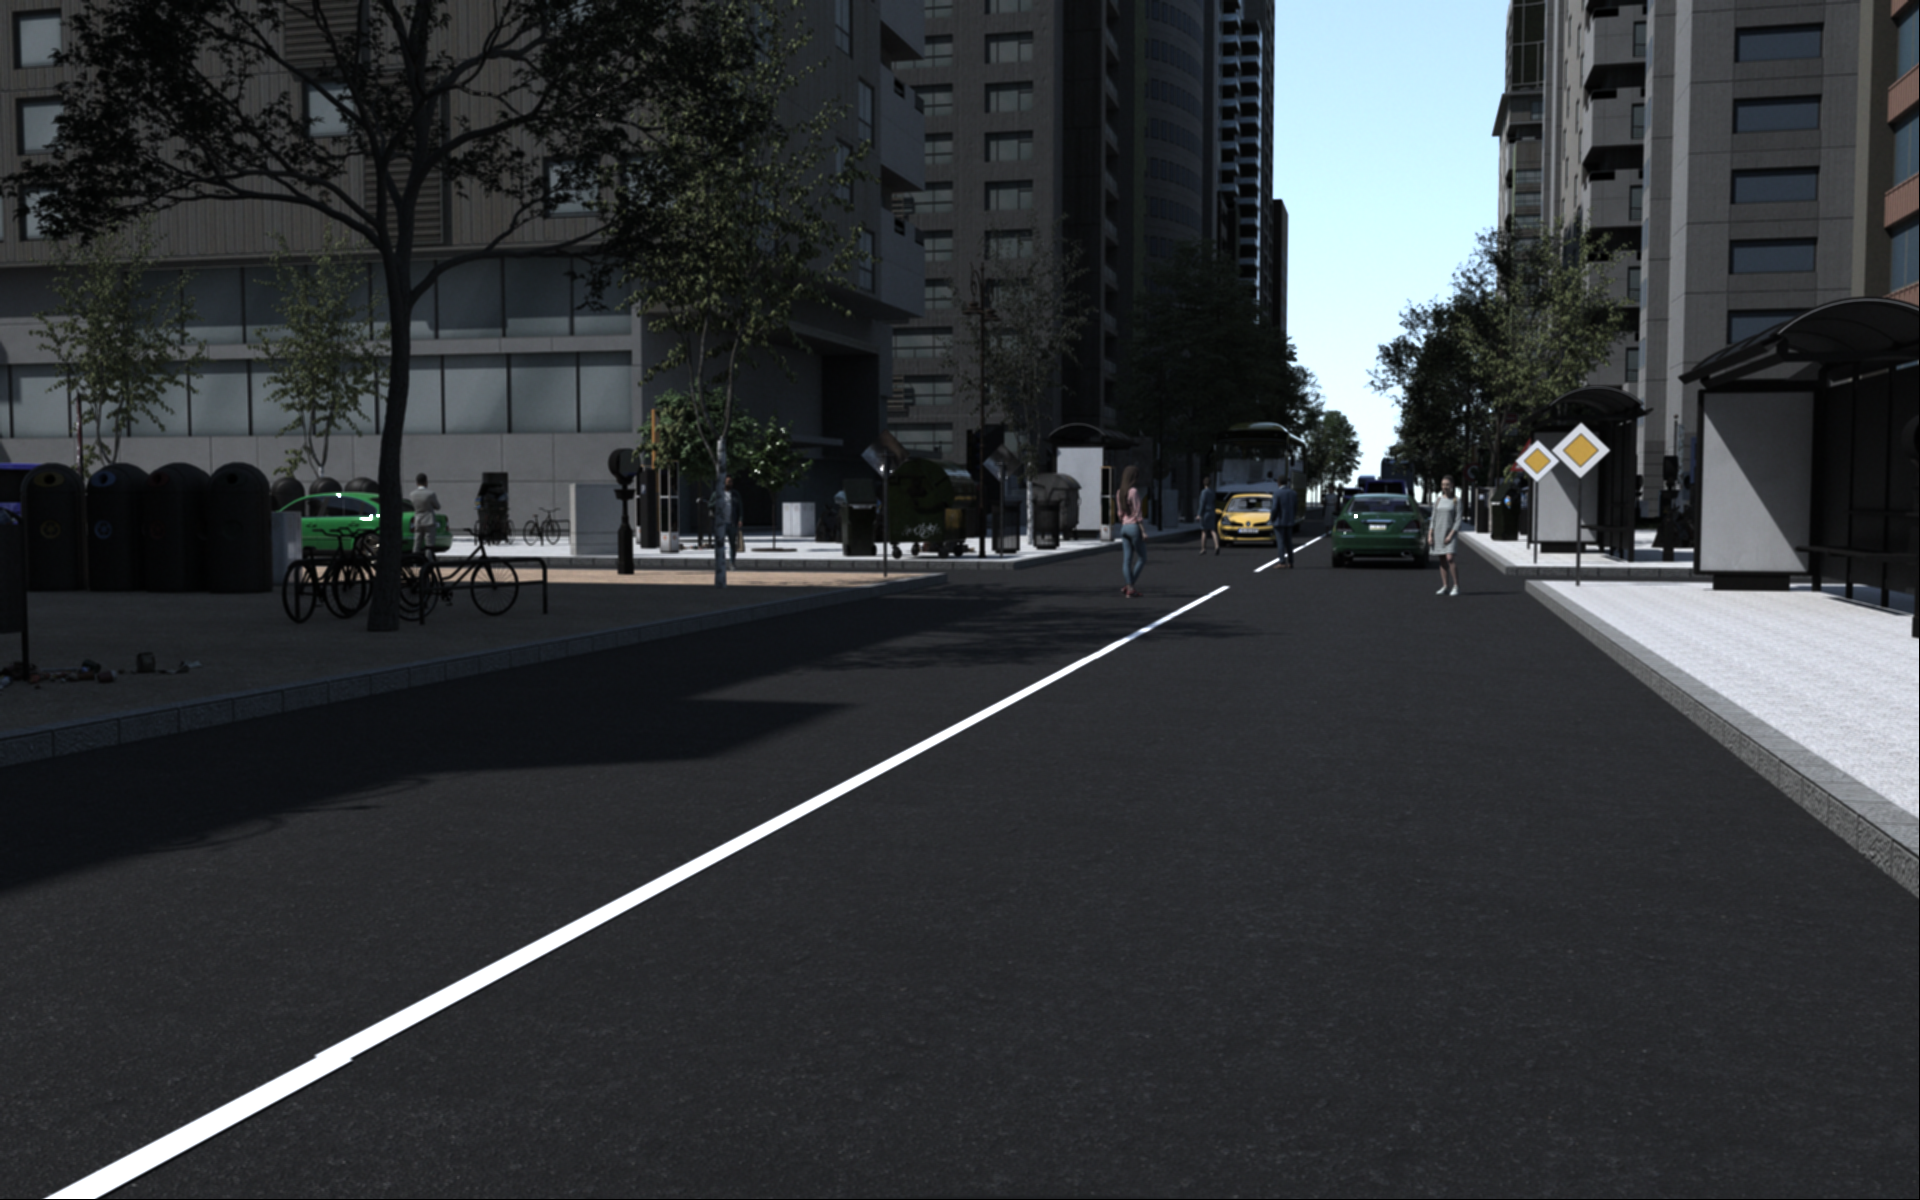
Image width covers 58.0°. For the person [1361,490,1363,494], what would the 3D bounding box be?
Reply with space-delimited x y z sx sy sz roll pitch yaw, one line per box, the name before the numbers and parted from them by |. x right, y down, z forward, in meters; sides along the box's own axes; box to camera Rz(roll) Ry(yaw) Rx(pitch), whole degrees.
person | 35.569 -8.826 153.361 0.990 1.755 0.434 -1 4 -15

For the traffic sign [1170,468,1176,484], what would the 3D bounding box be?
traffic sign | 8.243 -4.055 68.426 0.606 2.300 0.079 1 4 19

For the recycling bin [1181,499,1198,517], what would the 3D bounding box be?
recycling bin | 12.959 -5.225 97.977 0.722 1.027 0.722 -2 4 -23

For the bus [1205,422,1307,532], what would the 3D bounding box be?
bus | 10.985 -4.356 62.773 2.896 3.916 12.252 1 4 14

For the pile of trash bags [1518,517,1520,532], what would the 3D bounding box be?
pile of trash bags | 19.429 -3.118 60.730 1.912 1.369 3.447 0 4 -2

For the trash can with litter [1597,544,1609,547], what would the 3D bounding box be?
trash can with litter | 15.793 -1.888 42.250 0.624 1.170 1.055 2 4 35

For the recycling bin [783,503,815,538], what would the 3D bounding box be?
recycling bin | -4.789 -2.381 51.489 0.722 1.027 0.722 2 4 32

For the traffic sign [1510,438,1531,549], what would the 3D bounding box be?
traffic sign | 13.207 -2.456 40.166 0.884 2.594 0.081 1 4 21

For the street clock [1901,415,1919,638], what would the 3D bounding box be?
street clock | 8.621 -0.661 15.371 0.471 2.002 0.358 0 4 4

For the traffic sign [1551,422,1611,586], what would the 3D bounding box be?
traffic sign | 8.628 -1.253 24.131 0.795 2.450 0.064 1 4 14

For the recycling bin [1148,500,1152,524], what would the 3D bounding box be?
recycling bin | 8.550 -3.779 74.335 0.722 1.027 0.722 3 4 36

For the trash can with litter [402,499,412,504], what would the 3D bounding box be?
trash can with litter | -12.842 -1.735 39.749 0.624 1.170 1.055 0 4 -3

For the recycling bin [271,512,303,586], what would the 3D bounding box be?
recycling bin | -9.803 -0.735 24.575 0.722 1.027 0.722 0 4 -3

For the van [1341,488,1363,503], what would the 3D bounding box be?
van | 37.563 -9.848 165.406 2.240 2.365 5.245 1 4 14

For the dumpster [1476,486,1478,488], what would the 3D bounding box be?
dumpster | 23.939 -4.441 78.366 1.264 1.857 1.865 1 4 14

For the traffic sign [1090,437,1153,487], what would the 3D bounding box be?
traffic sign | 5.753 -4.161 61.911 2.265 3.308 0.079 1 4 16

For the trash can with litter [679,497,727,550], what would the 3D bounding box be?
trash can with litter | -6.243 -1.793 40.368 1.678 1.210 2.233 1 4 21

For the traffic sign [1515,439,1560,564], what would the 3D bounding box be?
traffic sign | 10.604 -1.726 31.869 0.795 2.450 0.064 1 4 14

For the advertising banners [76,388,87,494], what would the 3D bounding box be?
advertising banners | -14.996 -2.042 29.568 0.090 3.025 2.074 -2 4 -25

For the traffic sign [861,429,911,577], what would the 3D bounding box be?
traffic sign | -1.148 -1.407 26.640 0.795 2.450 0.064 1 4 14

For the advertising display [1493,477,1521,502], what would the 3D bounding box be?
advertising display | 20.134 -3.580 63.748 0.974 1.923 0.123 0 4 8

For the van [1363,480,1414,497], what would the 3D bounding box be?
van | 18.829 -4.403 76.366 2.240 2.365 5.245 1 4 16

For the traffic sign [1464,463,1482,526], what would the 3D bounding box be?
traffic sign | 20.823 -4.286 70.182 0.768 2.556 0.104 1 4 19

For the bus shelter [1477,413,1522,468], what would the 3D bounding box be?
bus shelter | 25.850 -6.466 83.345 2.179 5.291 8.768 1 4 14

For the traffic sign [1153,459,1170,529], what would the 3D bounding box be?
traffic sign | 7.246 -3.846 62.990 0.768 2.556 0.104 1 4 19

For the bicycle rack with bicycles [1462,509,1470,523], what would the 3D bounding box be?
bicycle rack with bicycles | 23.433 -3.807 75.630 2.925 0.926 2.852 1 4 11

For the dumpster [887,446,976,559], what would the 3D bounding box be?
dumpster | -0.623 -1.977 34.810 1.502 2.255 1.985 1 4 14

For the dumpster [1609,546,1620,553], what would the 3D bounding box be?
dumpster | 14.225 -2.019 38.766 1.264 1.857 1.865 1 4 14

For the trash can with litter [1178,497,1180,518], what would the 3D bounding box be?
trash can with litter | 11.246 -4.913 91.718 0.624 1.170 1.055 -1 4 -12

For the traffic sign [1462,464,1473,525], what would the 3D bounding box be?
traffic sign | 21.061 -4.353 71.281 0.768 2.556 0.104 1 4 16

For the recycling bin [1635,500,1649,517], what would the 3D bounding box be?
recycling bin | 27.553 -3.550 70.604 0.722 1.027 0.722 -1 4 -9

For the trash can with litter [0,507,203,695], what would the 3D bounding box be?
trash can with litter | -6.227 -0.050 11.870 1.678 1.210 2.233 3 5 41

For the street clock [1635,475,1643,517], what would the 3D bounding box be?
street clock | 25.471 -3.701 65.079 0.358 2.002 0.471 3 4 36

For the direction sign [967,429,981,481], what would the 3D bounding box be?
direction sign | 0.481 -4.198 60.633 0.379 3.537 0.876 -2 4 -32

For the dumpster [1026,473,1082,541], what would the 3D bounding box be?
dumpster | 2.582 -2.578 47.916 1.264 1.857 1.865 1 4 14

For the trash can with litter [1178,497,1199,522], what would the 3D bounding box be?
trash can with litter | 10.517 -4.194 79.626 1.678 1.210 2.233 0 4 6

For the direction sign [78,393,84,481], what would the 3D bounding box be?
direction sign | -19.810 -2.879 39.062 0.379 3.537 0.876 -2 4 -26

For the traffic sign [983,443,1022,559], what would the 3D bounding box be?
traffic sign | 0.828 -1.880 34.378 0.795 2.450 0.064 1 4 14

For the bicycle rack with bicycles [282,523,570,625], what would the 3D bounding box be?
bicycle rack with bicycles | -5.828 -0.289 18.101 2.852 0.926 2.925 2 4 30

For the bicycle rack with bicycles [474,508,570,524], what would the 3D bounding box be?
bicycle rack with bicycles | -11.236 -1.862 43.822 2.852 0.926 2.925 1 4 11

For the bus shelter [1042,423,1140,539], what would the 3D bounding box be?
bus shelter | 4.007 -3.555 52.041 2.014 3.302 5.546 1 4 14

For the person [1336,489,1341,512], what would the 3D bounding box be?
person | 23.639 -6.107 108.792 0.568 1.767 0.683 1 4 15

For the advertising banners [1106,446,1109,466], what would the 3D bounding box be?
advertising banners | 4.612 -3.908 60.079 0.090 3.025 2.074 3 4 37

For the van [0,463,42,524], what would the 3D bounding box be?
van | -20.972 -1.876 35.058 5.245 2.365 2.240 1 4 14

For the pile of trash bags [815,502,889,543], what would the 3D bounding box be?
pile of trash bags | -2.075 -2.241 46.390 3.447 1.369 1.912 -2 4 -24

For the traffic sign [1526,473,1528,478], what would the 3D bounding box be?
traffic sign | 22.803 -4.192 68.649 0.768 2.556 0.104 1 4 23

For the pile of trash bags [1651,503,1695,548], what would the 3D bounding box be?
pile of trash bags | 18.409 -1.958 41.762 3.447 1.369 1.912 -2 4 -34

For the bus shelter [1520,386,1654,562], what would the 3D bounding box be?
bus shelter | 12.541 -2.515 35.049 2.014 3.302 5.546 1 4 14

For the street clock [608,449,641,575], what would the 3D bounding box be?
street clock | -5.343 -1.410 27.631 0.358 2.002 0.471 3 5 44

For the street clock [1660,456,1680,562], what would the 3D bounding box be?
street clock | 13.422 -1.724 32.764 0.358 2.002 0.471 1 4 18

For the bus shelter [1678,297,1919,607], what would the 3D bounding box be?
bus shelter | 9.957 -1.624 20.478 2.014 3.302 5.546 1 4 14
